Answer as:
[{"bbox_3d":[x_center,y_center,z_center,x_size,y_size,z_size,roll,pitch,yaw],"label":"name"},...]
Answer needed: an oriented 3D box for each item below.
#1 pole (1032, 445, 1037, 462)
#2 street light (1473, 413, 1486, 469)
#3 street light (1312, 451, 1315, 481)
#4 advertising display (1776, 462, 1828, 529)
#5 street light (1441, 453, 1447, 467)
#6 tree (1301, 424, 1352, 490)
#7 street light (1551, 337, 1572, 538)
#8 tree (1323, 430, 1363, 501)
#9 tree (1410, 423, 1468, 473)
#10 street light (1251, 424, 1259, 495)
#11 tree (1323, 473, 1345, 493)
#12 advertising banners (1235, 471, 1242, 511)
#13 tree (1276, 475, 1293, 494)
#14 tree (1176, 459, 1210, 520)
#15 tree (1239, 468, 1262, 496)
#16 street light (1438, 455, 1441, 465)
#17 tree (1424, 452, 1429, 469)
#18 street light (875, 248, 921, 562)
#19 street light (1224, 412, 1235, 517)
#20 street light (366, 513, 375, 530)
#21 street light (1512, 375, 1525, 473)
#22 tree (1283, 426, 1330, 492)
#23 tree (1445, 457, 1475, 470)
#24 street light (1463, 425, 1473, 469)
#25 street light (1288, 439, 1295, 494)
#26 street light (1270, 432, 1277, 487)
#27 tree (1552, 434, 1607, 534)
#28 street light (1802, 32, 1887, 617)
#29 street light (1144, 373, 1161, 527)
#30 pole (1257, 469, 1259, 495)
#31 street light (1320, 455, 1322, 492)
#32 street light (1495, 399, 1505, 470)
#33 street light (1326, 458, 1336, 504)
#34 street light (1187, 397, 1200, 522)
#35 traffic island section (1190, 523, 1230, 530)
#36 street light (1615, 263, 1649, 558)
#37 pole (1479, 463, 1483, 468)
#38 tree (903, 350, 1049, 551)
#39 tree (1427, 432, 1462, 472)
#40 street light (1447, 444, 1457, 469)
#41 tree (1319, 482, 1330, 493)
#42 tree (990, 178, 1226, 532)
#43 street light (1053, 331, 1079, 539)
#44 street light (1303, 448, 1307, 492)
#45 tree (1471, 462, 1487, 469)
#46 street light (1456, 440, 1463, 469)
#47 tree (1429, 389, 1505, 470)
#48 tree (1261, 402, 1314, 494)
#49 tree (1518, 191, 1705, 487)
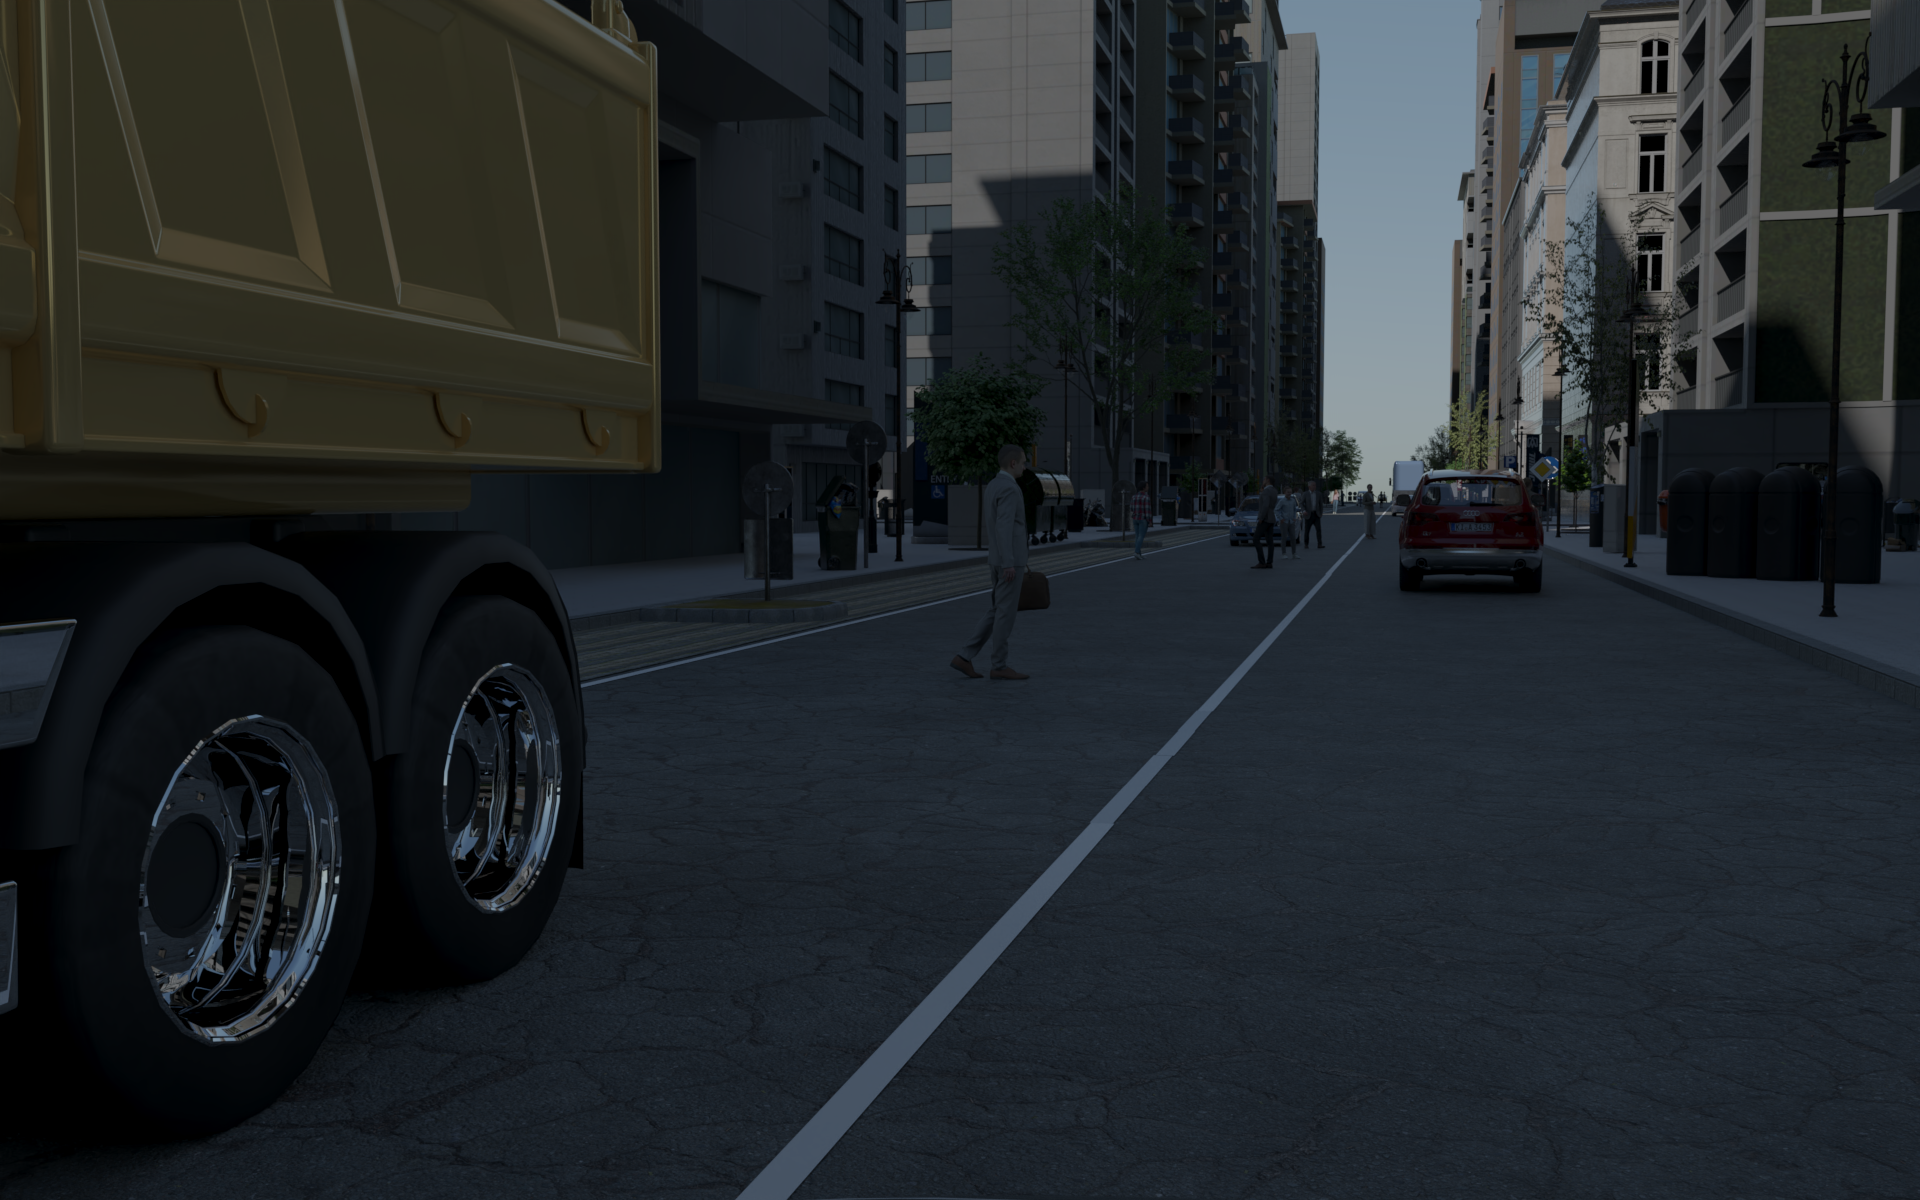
[{"bbox_3d":[3.009,-4.672,70.236,0.158,3.312,0.155,0,3,0],"label":"pole"},{"bbox_3d":[29.693,-7.707,98.804,0.468,5.910,1.993,1,4,14],"label":"street light"},{"bbox_3d":[37.965,-13.049,186.136,0.468,5.910,1.993,1,4,14],"label":"street light"},{"bbox_3d":[16.937,-1.814,34.870,0.974,1.923,0.123,2,4,26],"label":"advertising display"},{"bbox_3d":[48.669,-12.259,173.229,0.468,5.910,1.993,1,4,14],"label":"street light"},{"bbox_3d":[47.847,-17.851,226.271,7.601,10.594,8.767,2,4,32],"label":"tree"},{"bbox_3d":[17.687,-4.785,51.026,0.468,5.910,1.993,1,4,14],"label":"street light"},{"bbox_3d":[67.380,-23.684,305.362,7.486,12.596,7.792,0,3,0],"label":"tree"},{"bbox_3d":[63.286,-17.996,228.643,8.767,10.594,7.601,1,4,15],"label":"tree"},{"bbox_3d":[19.040,-8.517,112.044,0.468,5.910,1.993,1,4,14],"label":"street light"},{"bbox_3d":[55.979,-16.870,259.529,4.285,4.588,4.351,0,3,0],"label":"tree"},{"bbox_3d":[21.142,-8.258,131.200,0.090,3.025,2.074,1,4,23],"label":"advertising banners"},{"bbox_3d":[29.939,-10.130,160.228,1.663,3.219,1.824,0,3,0],"label":"tree"},{"bbox_3d":[11.652,-5.668,87.273,1.663,3.219,1.824,0,3,0],"label":"tree"},{"bbox_3d":[19.407,-7.481,116.912,1.663,3.219,1.824,0,3,0],"label":"tree"},{"bbox_3d":[52.935,-13.278,189.879,0.468,5.910,1.993,1,4,14],"label":"street light"},{"bbox_3d":[59.228,-16.041,212.637,4.737,8.622,4.395,0,3,0],"label":"tree"},{"bbox_3d":[-1.162,-3.670,32.796,0.468,5.910,1.993,1,4,14],"label":"street light"},{"bbox_3d":[14.914,-7.528,95.871,0.468,5.910,1.993,1,4,14],"label":"street light"},{"bbox_3d":[-5.500,-2.645,16.040,0.468,5.910,1.993,1,4,14],"label":"street light"},{"bbox_3d":[21.714,-5.792,67.489,0.468,5.910,1.993,1,4,14],"label":"street light"},{"bbox_3d":[39.225,-14.849,193.138,4.737,8.622,4.395,0,3,0],"label":"tree"},{"bbox_3d":[44.136,-10.326,152.535,4.285,4.588,4.351,0,3,0],"label":"tree"},{"bbox_3d":[33.975,-8.726,115.453,0.468,5.910,1.993,1,4,14],"label":"street light"},{"bbox_3d":[27.736,-10.591,145.954,0.468,5.910,1.993,1,4,14],"label":"street light"},{"bbox_3d":[23.428,-9.571,129.281,0.468,5.910,1.993,1,4,14],"label":"street light"},{"bbox_3d":[19.971,-3.776,56.346,1.663,3.219,1.824,0,3,0],"label":"tree"},{"bbox_3d":[9.088,-2.762,17.948,0.468,5.910,1.993,1,4,14],"label":"street light"},{"bbox_3d":[7.367,-5.728,66.444,0.468,5.910,1.993,1,4,14],"label":"street light"},{"bbox_3d":[24.413,-9.057,141.926,0.158,3.312,0.155,0,3,0],"label":"pole"},{"bbox_3d":[42.210,-14.050,202.501,0.468,5.910,1.993,1,4,14],"label":"street light"},{"bbox_3d":[25.597,-6.697,82.278,0.468,5.910,1.993,1,4,14],"label":"street light"},{"bbox_3d":[50.161,-15.982,234.098,0.468,5.910,1.993,1,4,14],"label":"street light"},{"bbox_3d":[10.659,-6.505,79.149,0.468,5.910,1.993,1,4,14],"label":"street light"},{"bbox_3d":[10.551,-2.969,70.818,2.009,0.180,2.903,1,4,14],"label":"traffic island section"},{"bbox_3d":[13.462,-3.794,34.816,0.468,5.910,1.993,1,4,14],"label":"street light"},{"bbox_3d":[33.832,-7.259,112.533,0.158,3.312,0.155,0,3,0],"label":"pole"},{"bbox_3d":[0.365,-3.423,39.678,4.285,4.588,4.351,0,3,0],"label":"tree"},{"bbox_3d":[56.991,-15.407,202.270,4.360,8.622,3.978,0,3,0],"label":"tree"},{"bbox_3d":[44.650,-11.269,157.028,0.468,5.910,1.993,1,4,14],"label":"street light"},{"bbox_3d":[52.151,-15.399,246.371,1.663,3.219,1.824,0,3,0],"label":"tree"},{"bbox_3d":[5.138,-8.129,58.671,9.928,11.665,9.643,0,3,0],"label":"tree"},{"bbox_3d":[3.012,-4.681,49.330,0.468,5.910,1.993,1,4,14],"label":"street light"},{"bbox_3d":[33.795,-12.053,169.856,0.468,5.910,1.993,1,4,14],"label":"street light"},{"bbox_3d":[31.286,-6.749,104.954,1.663,3.219,1.824,0,3,0],"label":"tree"},{"bbox_3d":[38.201,-9.718,131.675,0.468,5.910,1.993,1,4,14],"label":"street light"},{"bbox_3d":[35.609,-10.406,120.494,4.737,8.622,4.395,0,3,0],"label":"tree"},{"bbox_3d":[25.751,-11.463,137.789,4.360,8.622,3.978,0,3,0],"label":"tree"},{"bbox_3d":[16.058,-5.668,43.030,4.360,8.622,3.978,0,3,0],"label":"tree"}]
